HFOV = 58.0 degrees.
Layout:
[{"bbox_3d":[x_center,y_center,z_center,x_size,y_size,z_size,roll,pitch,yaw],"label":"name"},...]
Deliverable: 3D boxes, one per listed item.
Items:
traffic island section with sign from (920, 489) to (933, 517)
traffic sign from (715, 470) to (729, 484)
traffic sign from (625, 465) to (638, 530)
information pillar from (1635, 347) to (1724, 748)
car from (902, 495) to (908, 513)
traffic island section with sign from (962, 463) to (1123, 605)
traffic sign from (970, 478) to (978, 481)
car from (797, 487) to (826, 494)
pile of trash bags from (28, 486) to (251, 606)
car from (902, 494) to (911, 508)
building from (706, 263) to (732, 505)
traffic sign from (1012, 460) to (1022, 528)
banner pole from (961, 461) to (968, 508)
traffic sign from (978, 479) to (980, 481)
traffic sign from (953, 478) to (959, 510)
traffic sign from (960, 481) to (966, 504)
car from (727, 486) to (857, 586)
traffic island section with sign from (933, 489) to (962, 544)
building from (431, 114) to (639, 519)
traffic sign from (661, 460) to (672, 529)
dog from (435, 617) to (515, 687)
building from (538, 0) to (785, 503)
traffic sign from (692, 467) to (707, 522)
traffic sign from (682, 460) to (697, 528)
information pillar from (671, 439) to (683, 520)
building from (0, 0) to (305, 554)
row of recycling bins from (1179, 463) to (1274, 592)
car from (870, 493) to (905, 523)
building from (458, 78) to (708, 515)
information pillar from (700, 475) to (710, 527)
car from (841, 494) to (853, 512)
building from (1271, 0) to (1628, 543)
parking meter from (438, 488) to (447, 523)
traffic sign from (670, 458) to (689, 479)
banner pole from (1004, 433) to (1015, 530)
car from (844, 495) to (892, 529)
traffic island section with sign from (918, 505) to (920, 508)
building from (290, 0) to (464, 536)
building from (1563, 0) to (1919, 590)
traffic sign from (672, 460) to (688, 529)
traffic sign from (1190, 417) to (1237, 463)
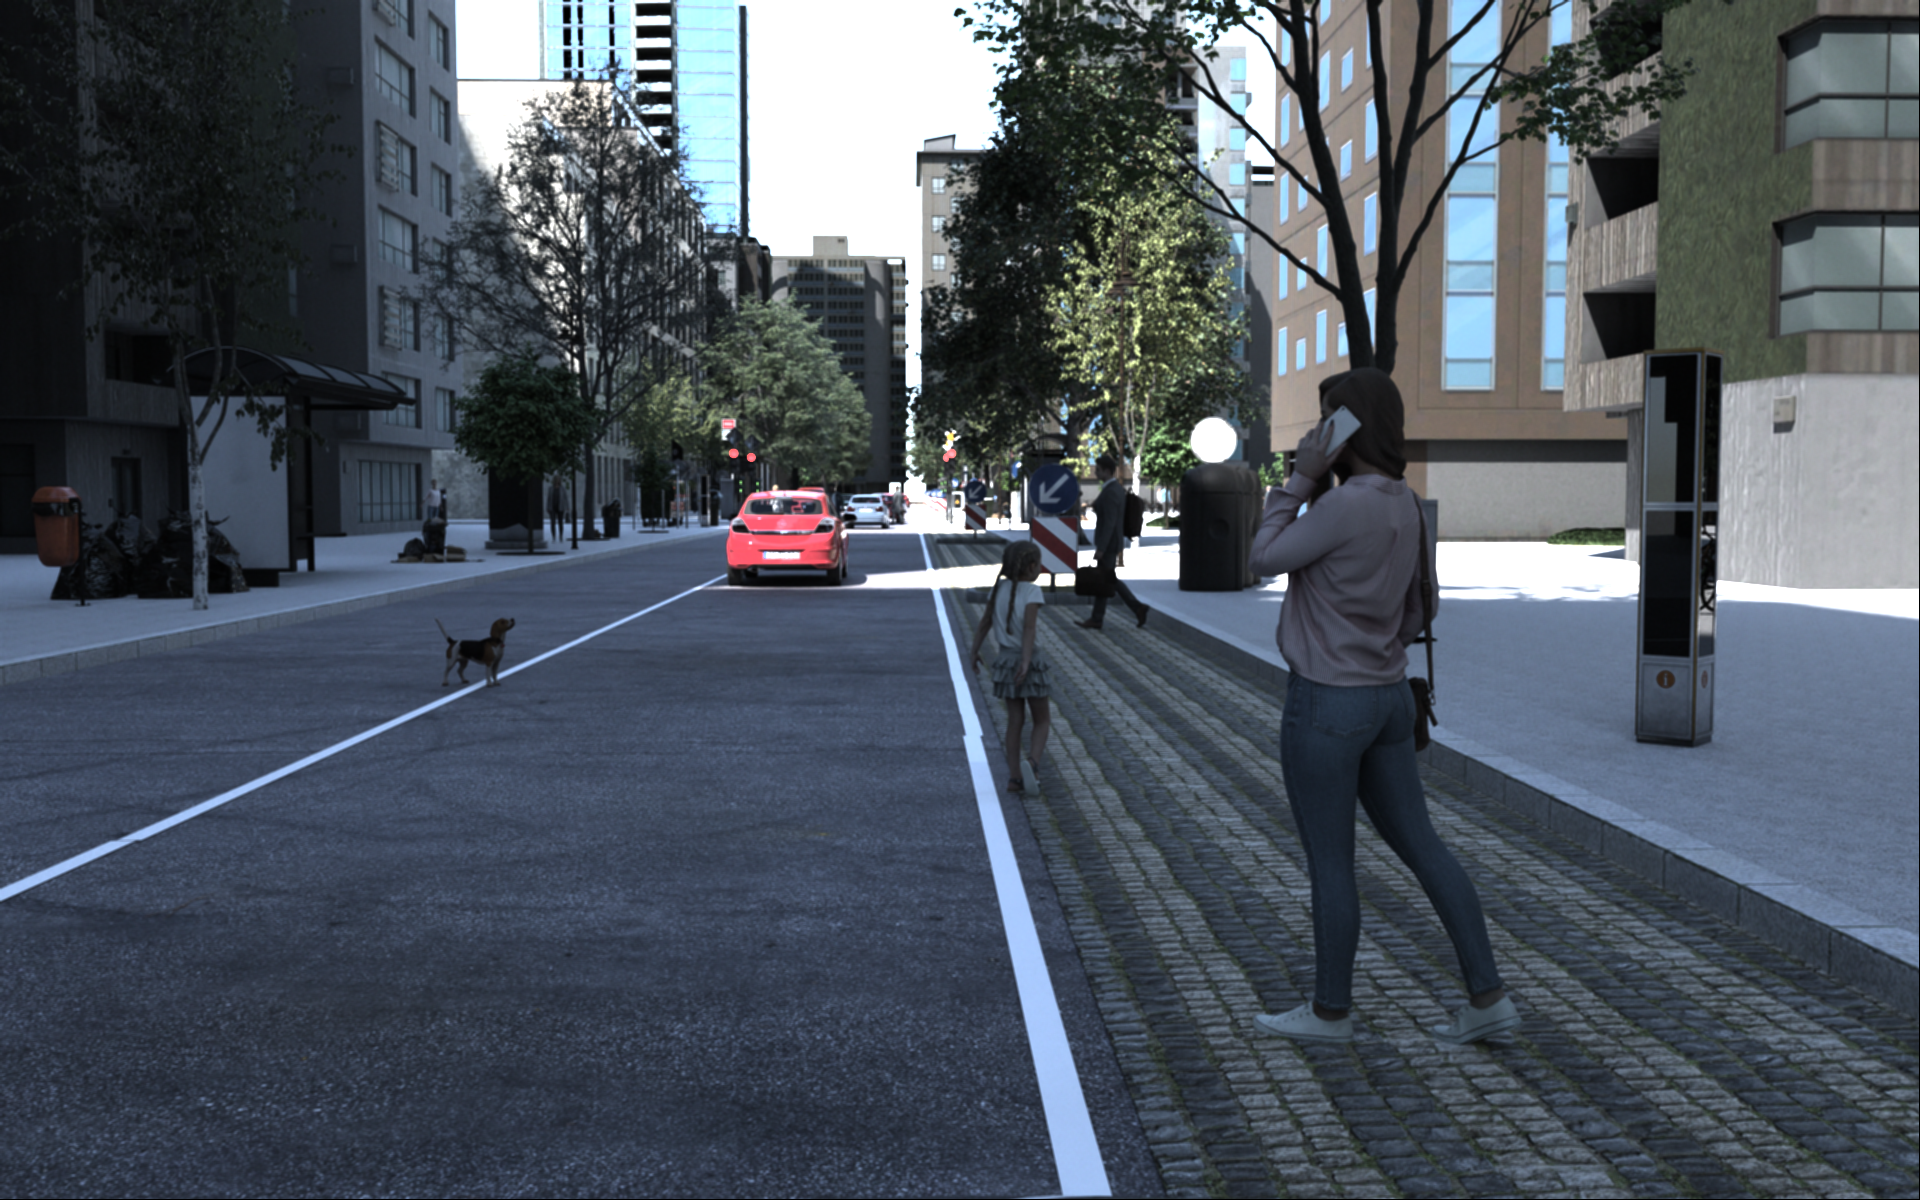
[{"bbox_3d":[-1.300,-5.990,106.558,1.989,1.847,2.006,0,4,-2],"label":"traffic island section with sign"},{"bbox_3d":[-12.442,-5.532,90.557,0.768,2.556,0.104,0,4,2],"label":"traffic sign"},{"bbox_3d":[-11.649,-3.650,61.814,0.606,2.300,0.079,0,4,3],"label":"traffic sign"},{"bbox_3d":[3.693,-0.269,8.896,0.304,2.012,0.304,3,5,41],"label":"information pillar"},{"bbox_3d":[-4.928,-7.261,130.719,2.014,1.417,4.499,0,4,0],"label":"car"},{"bbox_3d":[1.082,-0.887,23.130,1.989,1.847,2.006,0,4,-2],"label":"traffic island section with sign"},{"bbox_3d":[1.124,-8.410,137.602,0.768,2.556,0.104,0,4,4],"label":"traffic sign"},{"bbox_3d":[-8.330,-5.389,96.780,2.281,1.827,5.304,0,4,-2],"label":"car"},{"bbox_3d":[-10.273,-0.706,21.293,1.912,1.369,3.447,0,4,2],"label":"pile of trash bags"},{"bbox_3d":[-6.066,-10.357,178.379,2.155,1.783,4.494,0,4,-2],"label":"car"},{"bbox_3d":[-26.248,-19.368,146.352,12.332,23.373,15.834,0,4,-2],"label":"building"},{"bbox_3d":[2.296,-3.970,65.018,0.768,2.556,0.104,0,4,3],"label":"traffic sign"},{"bbox_3d":[0.314,-8.496,128.924,0.401,3.779,0.863,-3,5,-42],"label":"banner pole"},{"bbox_3d":[1.645,-8.900,145.516,0.884,2.594,0.081,0,4,5],"label":"traffic sign"},{"bbox_3d":[-0.445,-8.343,136.505,0.768,2.556,0.104,0,4,7],"label":"traffic sign"},{"bbox_3d":[0.433,-8.135,133.018,0.884,2.594,0.081,0,4,6],"label":"traffic sign"},{"bbox_3d":[-2.787,-1.191,28.518,2.155,1.783,4.494,0,4,-2],"label":"car"},{"bbox_3d":[0.314,-2.535,50.076,1.989,1.847,2.006,0,4,-2],"label":"traffic island section with sign"},{"bbox_3d":[-24.358,-14.747,95.862,10.420,20.320,16.860,0,4,-2],"label":"building"},{"bbox_3d":[-10.954,-3.900,63.870,0.768,2.556,0.104,0,4,6],"label":"traffic sign"},{"bbox_3d":[-3.633,0.385,12.985,0.540,0.507,0.406,-1,4,-22],"label":"dog"},{"bbox_3d":[-37.560,-54.882,209.988,31.000,86.520,22.319,0,4,-2],"label":"building"},{"bbox_3d":[-12.155,-4.925,80.636,0.768,2.556,0.104,0,4,0],"label":"traffic sign"},{"bbox_3d":[-10.208,-3.948,64.648,0.768,2.556,0.104,0,4,4],"label":"traffic sign"},{"bbox_3d":[-11.955,-5.007,73.226,0.504,3.616,0.183,-1,4,-21],"label":"information pillar"},{"bbox_3d":[-24.397,-16.335,38.780,14.160,30.474,14.107,0,4,-2],"label":"building"},{"bbox_3d":[3.716,-1.055,24.359,1.069,1.692,3.534,1,4,14],"label":"row of recycling bins"},{"bbox_3d":[-3.817,-4.707,86.003,2.155,1.783,4.494,0,4,-1],"label":"car"},{"bbox_3d":[-29.358,-19.357,121.001,19.350,26.468,34.151,0,4,-2],"label":"building"},{"bbox_3d":[-9.934,-3.856,67.531,0.304,2.012,0.304,0,4,7],"label":"information pillar"},{"bbox_3d":[-8.296,-7.073,125.436,2.009,1.686,4.222,0,4,-1],"label":"car"},{"bbox_3d":[17.682,-24.513,50.905,14.600,45.320,14.200,0,4,-2],"label":"building"},{"bbox_3d":[-21.126,-3.805,70.622,0.372,1.533,0.369,0,3,0],"label":"parking meter"},{"bbox_3d":[-10.337,-3.898,63.465,0.795,2.593,0.064,0,4,5],"label":"traffic sign"},{"bbox_3d":[1.795,-4.368,61.440,0.401,3.779,0.863,0,4,-5],"label":"banner pole"},{"bbox_3d":[-3.845,-3.666,71.942,2.014,1.417,4.499,0,4,-1],"label":"car"},{"bbox_3d":[-2.073,-7.654,133.770,1.989,1.847,2.006,0,4,-2],"label":"traffic island section with sign"},{"bbox_3d":[-24.701,-22.853,57.241,14.086,41.232,14.154,0,4,-2],"label":"building"},{"bbox_3d":[18.050,-15.752,29.248,14.160,30.474,14.107,0,4,-2],"label":"building"},{"bbox_3d":[-10.501,-3.932,64.402,0.768,2.556,0.104,0,4,-1],"label":"traffic sign"},{"bbox_3d":[4.212,-1.759,28.869,0.768,2.556,0.104,0,4,5],"label":"traffic sign"}]
